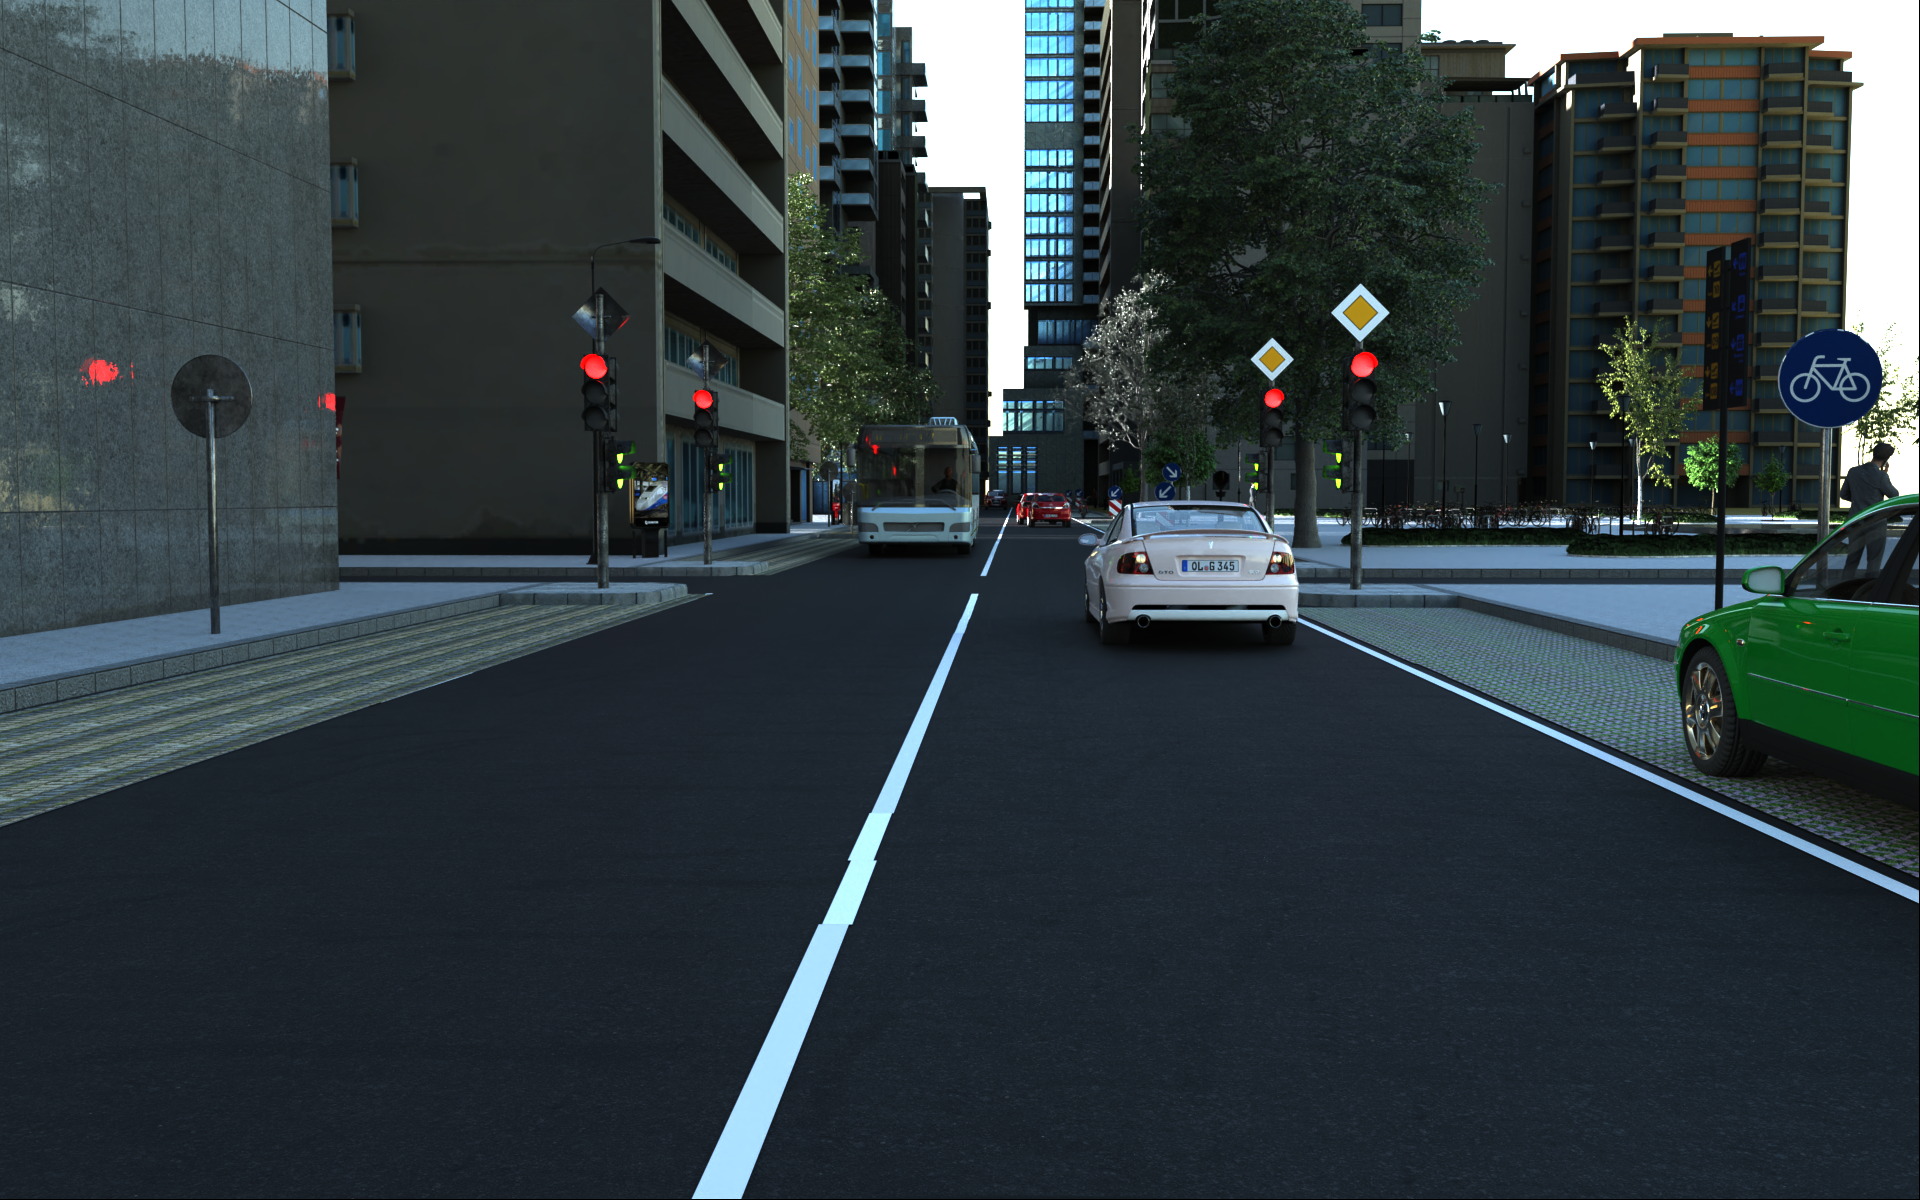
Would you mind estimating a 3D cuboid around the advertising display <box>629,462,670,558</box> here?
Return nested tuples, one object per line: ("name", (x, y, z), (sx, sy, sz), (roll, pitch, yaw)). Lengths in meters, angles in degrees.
("advertising display", (-6.242, -1.813, 34.858), (0.123, 1.923, 0.974), (3, 4, 37))

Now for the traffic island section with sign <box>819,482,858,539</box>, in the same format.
("traffic island section with sign", (-3.474, -2.910, 56.211), (1.989, 1.847, 2.006), (0, 4, 2))

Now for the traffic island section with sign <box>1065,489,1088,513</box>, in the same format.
("traffic island section with sign", (9.016, -7.606, 132.985), (1.989, 1.847, 2.006), (0, 4, 2))

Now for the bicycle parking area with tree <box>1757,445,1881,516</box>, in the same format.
("bicycle parking area with tree", (50.746, -6.976, 101.056), (8.231, 4.147, 9.016), (3, 5, 39))

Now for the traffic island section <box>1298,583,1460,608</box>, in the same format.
("traffic island section", (5.346, -0.063, 23.306), (2.009, 0.180, 2.903), (0, 4, 2))

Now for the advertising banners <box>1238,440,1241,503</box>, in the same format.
("advertising banners", (7.950, -3.250, 49.333), (0.090, 3.025, 2.074), (1, 4, 9))

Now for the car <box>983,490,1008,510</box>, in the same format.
("car", (3.244, -9.075, 157.055), (2.281, 1.827, 5.304), (0, 4, 1))

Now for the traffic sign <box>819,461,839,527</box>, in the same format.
("traffic sign", (-5.113, -4.122, 67.505), (0.768, 2.556, 0.104), (1, 4, 11))

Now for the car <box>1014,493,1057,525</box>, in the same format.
("car", (3.665, -4.519, 82.919), (2.155, 1.783, 4.494), (0, 3, 0))

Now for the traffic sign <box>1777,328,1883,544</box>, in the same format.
("traffic sign", (6.711, -0.816, 13.446), (0.768, 2.556, 0.104), (0, 4, 8))

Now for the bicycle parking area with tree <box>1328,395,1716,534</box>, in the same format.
("bicycle parking area with tree", (17.143, -3.961, 51.759), (8.231, 4.147, 9.016), (3, 5, 45))

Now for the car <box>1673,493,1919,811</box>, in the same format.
("car", (4.569, 0.089, 7.343), (1.959, 1.807, 4.718), (0, 4, 3))

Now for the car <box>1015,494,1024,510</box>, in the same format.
("car", (5.810, -8.670, 151.538), (2.009, 1.686, 4.222), (0, 4, 3))

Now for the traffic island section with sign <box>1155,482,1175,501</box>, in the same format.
("traffic island section with sign", (6.442, -2.890, 55.872), (1.989, 1.847, 2.006), (0, 4, 2))

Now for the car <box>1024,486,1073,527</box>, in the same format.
("car", (3.894, -4.096, 76.012), (2.155, 1.783, 4.494), (0, 4, 0))

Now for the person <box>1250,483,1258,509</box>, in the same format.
("person", (14.292, -4.809, 84.026), (0.474, 1.900, 0.648), (0, 4, -7))

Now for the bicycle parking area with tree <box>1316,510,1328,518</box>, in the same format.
("bicycle parking area with tree", (18.946, -5.038, 69.366), (8.231, 4.147, 9.016), (-1, 4, -18))

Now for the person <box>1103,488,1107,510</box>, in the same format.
("person", (11.620, -8.128, 139.070), (0.705, 1.807, 1.348), (0, 4, -1))

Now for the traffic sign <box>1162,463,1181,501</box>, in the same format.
("traffic sign", (8.606, -4.302, 70.445), (0.768, 2.556, 0.104), (0, 4, 4))

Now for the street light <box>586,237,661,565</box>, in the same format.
("street light", (-6.098, -3.602, 31.438), (1.470, 5.913, 1.316), (0, 4, 2))

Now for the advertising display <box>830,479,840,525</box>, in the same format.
("advertising display", (-5.159, -4.059, 71.576), (0.123, 1.923, 0.974), (1, 4, 15))

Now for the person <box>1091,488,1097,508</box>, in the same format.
("person", (12.046, -9.103, 154.842), (0.705, 1.831, 1.348), (-1, 4, -14))

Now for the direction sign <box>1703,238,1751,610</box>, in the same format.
("direction sign", (6.970, -1.457, 15.814), (0.379, 3.537, 0.876), (0, 4, 1))

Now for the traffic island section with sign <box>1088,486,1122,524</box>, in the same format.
("traffic island section with sign", (7.382, -4.616, 84.097), (1.989, 1.847, 2.006), (0, 4, 2))

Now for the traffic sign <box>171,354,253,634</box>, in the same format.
("traffic sign", (-6.838, -0.962, 15.833), (0.768, 2.556, 0.104), (0, 4, 4))

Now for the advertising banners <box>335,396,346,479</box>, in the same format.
("advertising banners", (-12.043, -2.135, 31.091), (2.074, 3.025, 0.090), (0, 4, -1))

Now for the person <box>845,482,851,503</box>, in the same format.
("person", (-4.830, -4.160, 74.241), (0.526, 1.800, 0.537), (2, 4, 24))

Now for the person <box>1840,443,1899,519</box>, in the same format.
("person", (10.092, -0.819, 19.236), (0.447, 1.846, 0.655), (-2, 4, -28))

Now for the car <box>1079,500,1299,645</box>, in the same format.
("car", (2.291, -0.337, 17.868), (2.083, 1.381, 4.827), (0, 4, 1))

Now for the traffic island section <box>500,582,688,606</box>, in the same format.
("traffic island section", (-4.889, -0.084, 23.652), (2.009, 0.180, 2.903), (0, 4, 2))

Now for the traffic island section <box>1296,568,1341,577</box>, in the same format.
("traffic island section", (5.613, -0.551, 31.287), (2.009, 0.180, 2.903), (0, 4, 2))

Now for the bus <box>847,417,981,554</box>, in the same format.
("bus", (-0.882, -3.007, 44.023), (2.948, 3.499, 13.247), (0, 4, 1))

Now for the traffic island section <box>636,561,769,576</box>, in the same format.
("traffic island section", (-4.623, -0.572, 31.632), (2.009, 0.180, 2.903), (0, 4, 2))

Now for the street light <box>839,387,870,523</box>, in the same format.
("street light", (-4.637, -6.303, 75.592), (1.470, 5.913, 1.316), (0, 4, 2))
